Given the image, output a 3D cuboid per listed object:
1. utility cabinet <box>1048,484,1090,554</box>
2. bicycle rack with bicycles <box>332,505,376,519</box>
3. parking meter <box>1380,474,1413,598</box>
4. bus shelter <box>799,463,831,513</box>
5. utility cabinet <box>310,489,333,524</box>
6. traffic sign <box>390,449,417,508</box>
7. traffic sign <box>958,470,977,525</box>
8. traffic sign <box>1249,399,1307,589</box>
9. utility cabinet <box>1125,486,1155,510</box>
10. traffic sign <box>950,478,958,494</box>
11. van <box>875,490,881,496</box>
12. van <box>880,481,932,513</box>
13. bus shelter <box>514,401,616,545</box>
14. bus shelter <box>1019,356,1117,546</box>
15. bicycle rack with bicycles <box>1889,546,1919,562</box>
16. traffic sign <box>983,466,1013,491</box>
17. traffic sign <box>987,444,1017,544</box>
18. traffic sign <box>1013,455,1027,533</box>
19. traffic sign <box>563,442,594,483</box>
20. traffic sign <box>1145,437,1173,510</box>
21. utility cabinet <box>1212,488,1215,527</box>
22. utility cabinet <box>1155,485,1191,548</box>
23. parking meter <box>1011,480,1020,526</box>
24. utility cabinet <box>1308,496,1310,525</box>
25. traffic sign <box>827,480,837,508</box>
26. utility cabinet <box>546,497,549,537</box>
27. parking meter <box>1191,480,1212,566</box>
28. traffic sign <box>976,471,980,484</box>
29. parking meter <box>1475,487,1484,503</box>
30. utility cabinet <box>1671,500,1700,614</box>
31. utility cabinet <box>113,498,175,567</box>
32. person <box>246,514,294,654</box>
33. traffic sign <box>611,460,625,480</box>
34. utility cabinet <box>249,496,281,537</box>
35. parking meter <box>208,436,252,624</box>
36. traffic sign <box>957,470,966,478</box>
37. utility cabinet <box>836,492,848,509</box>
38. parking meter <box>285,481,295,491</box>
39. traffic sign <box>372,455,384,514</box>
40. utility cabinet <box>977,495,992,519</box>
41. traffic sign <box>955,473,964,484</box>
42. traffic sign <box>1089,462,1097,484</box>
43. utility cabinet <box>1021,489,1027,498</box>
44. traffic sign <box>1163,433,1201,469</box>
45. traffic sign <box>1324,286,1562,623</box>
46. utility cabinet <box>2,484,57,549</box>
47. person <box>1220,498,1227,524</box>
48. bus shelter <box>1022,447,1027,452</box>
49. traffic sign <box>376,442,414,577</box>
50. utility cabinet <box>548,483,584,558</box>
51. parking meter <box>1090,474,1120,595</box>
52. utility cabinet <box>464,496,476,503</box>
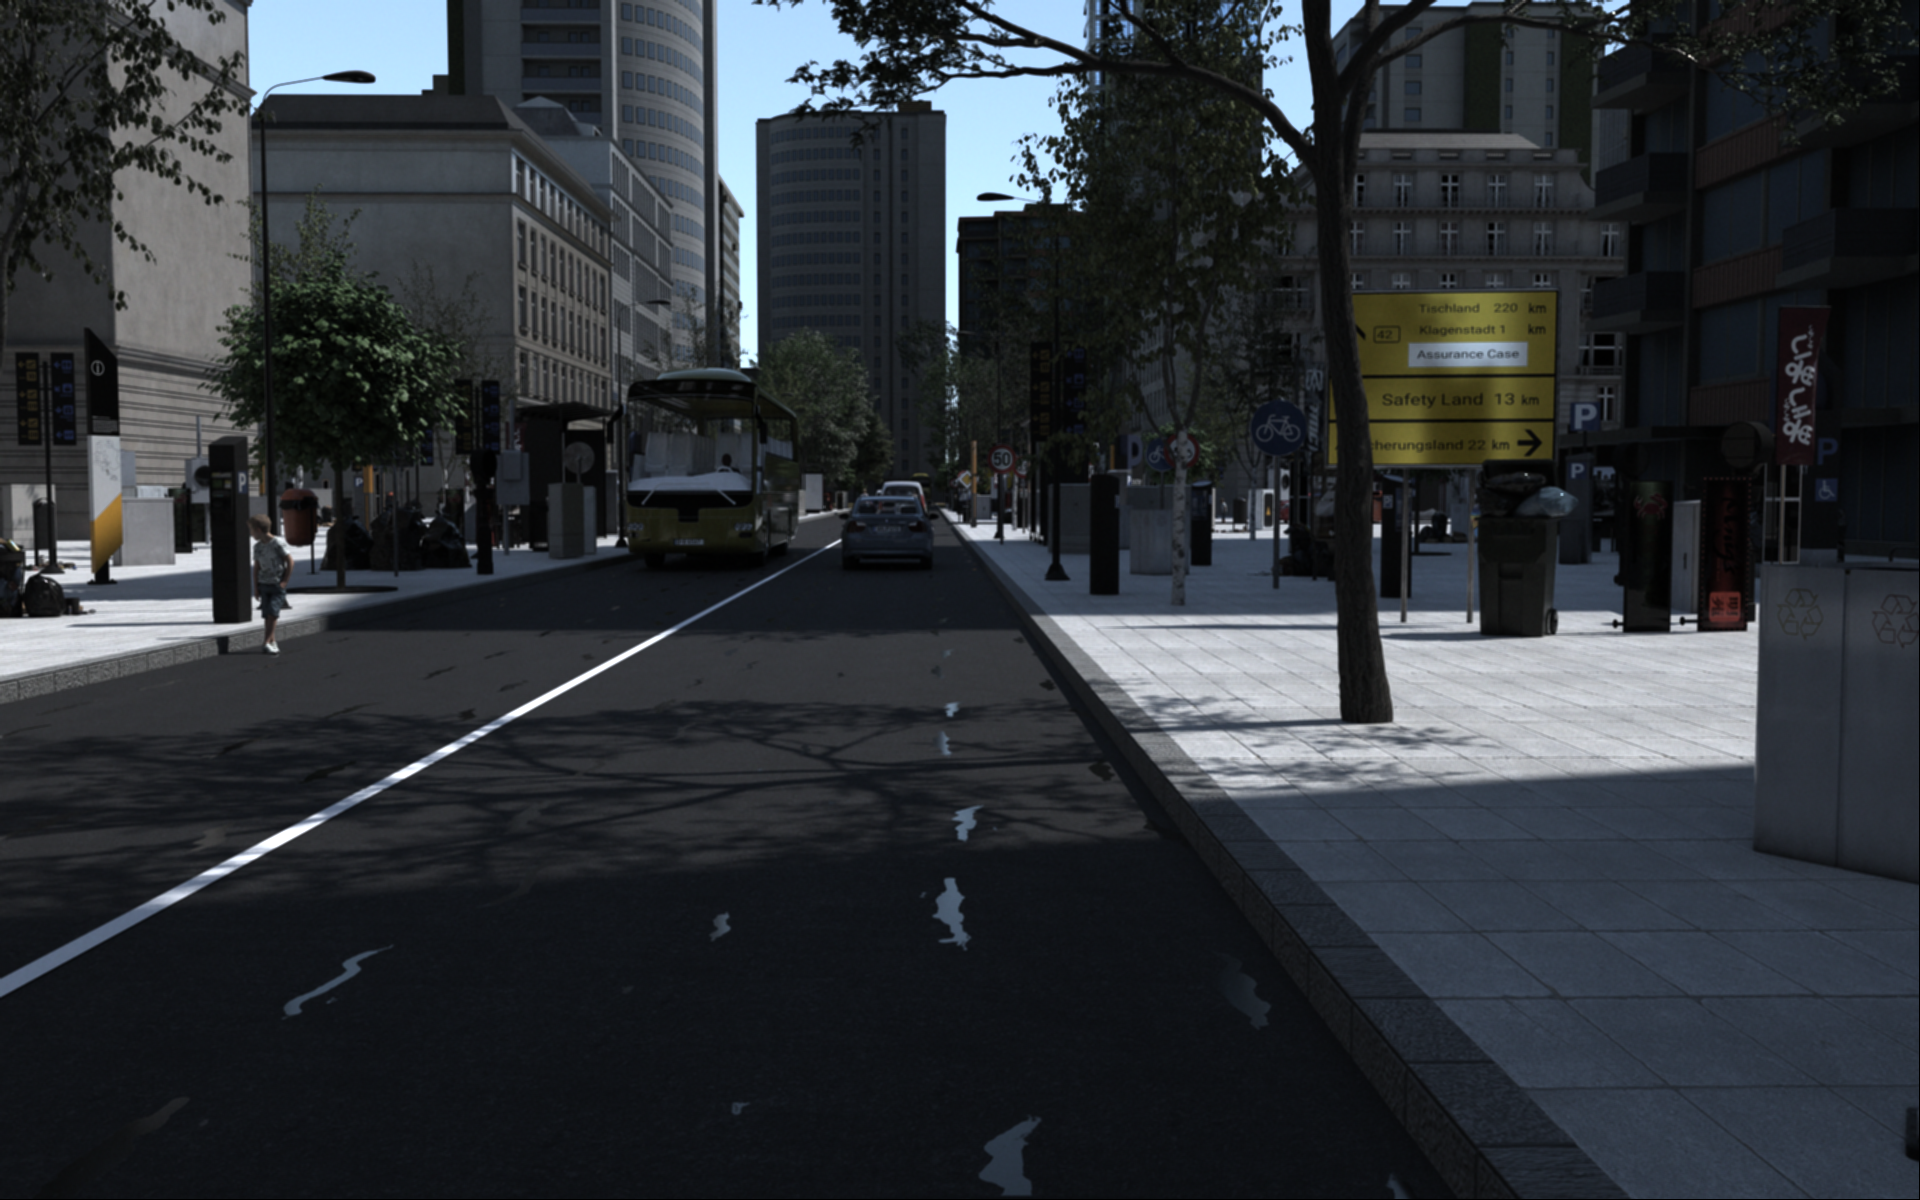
[{"bbox_3d":[2.460,-1.733,37.017,1.173,1.500,0.318,2,4,32],"label":"utility cabinet"},{"bbox_3d":[-28.056,-4.149,81.219,2.925,0.926,2.852,-1,4,-10],"label":"bicycle rack with bicycles"},{"bbox_3d":[5.418,-0.800,21.493,0.372,1.533,0.369,0,3,0],"label":"parking meter"},{"bbox_3d":[-9.883,-7.547,117.311,2.014,3.302,5.546,0,4,-1],"label":"bus shelter"},{"bbox_3d":[-26.851,-3.891,72.302,1.173,1.500,0.318,-2,4,-33],"label":"utility cabinet"},{"bbox_3d":[-12.729,-2.403,39.397,0.768,2.556,0.104,1,4,8],"label":"traffic sign"},{"bbox_3d":[0.302,-4.193,72.204,0.795,2.450,0.064,0,4,-1],"label":"traffic sign"},{"bbox_3d":[4.294,-1.428,23.450,0.768,2.556,0.104,0,4,4],"label":"traffic sign"},{"bbox_3d":[5.133,-2.369,47.411,1.173,1.500,0.318,0,4,-2],"label":"utility cabinet"},{"bbox_3d":[-0.413,-8.503,139.124,0.768,2.556,0.104,0,4,3],"label":"traffic sign"},{"bbox_3d":[-7.446,-9.844,167.968,2.013,2.044,4.112,0,4,-3],"label":"van"},{"bbox_3d":[-1.945,-3.152,58.547,2.013,2.044,4.112,0,4,-1],"label":"van"},{"bbox_3d":[-10.669,-3.409,47.025,1.731,3.624,6.357,0,4,-1],"label":"bus shelter"},{"bbox_3d":[2.765,-4.230,46.786,2.179,5.291,8.768,0,4,-1],"label":"bus shelter"},{"bbox_3d":[13.250,-0.529,22.035,2.852,0.926,2.925,-1,4,-11],"label":"bicycle rack with bicycles"},{"bbox_3d":[2.836,-8.144,127.023,2.265,3.308,0.079,0,4,5],"label":"traffic sign"},{"bbox_3d":[1.064,-2.687,44.030,0.768,2.556,0.104,0,4,-1],"label":"traffic sign"},{"bbox_3d":[2.082,-3.439,56.335,0.768,2.556,0.104,0,3,0],"label":"traffic sign"},{"bbox_3d":[-9.333,-2.587,42.399,0.768,2.556,0.104,0,4,0],"label":"traffic sign"},{"bbox_3d":[4.528,-2.366,38.792,0.768,2.556,0.104,0,4,6],"label":"traffic sign"},{"bbox_3d":[9.132,-3.513,66.119,1.173,1.500,0.318,2,4,29],"label":"utility cabinet"},{"bbox_3d":[5.274,-1.968,40.852,1.173,1.500,0.318,1,4,11],"label":"utility cabinet"},{"bbox_3d":[2.231,-3.912,69.670,0.255,1.863,0.399,-1,4,-13],"label":"parking meter"},{"bbox_3d":[14.347,-3.511,68.571,1.020,1.237,0.306,0,4,8],"label":"utility cabinet"},{"bbox_3d":[-10.251,-8.508,139.106,0.884,2.594,0.081,0,4,4],"label":"traffic sign"},{"bbox_3d":[-9.501,-1.885,41.980,1.020,1.237,0.306,1,4,15],"label":"utility cabinet"},{"bbox_3d":[4.339,-1.390,31.132,0.372,1.533,0.369,0,3,0],"label":"parking meter"},{"bbox_3d":[0.767,-5.470,89.433,0.884,2.594,0.081,0,4,2],"label":"traffic sign"},{"bbox_3d":[19.296,-3.424,64.391,0.372,1.533,0.369,0,3,0],"label":"parking meter"},{"bbox_3d":[8.069,-0.481,19.028,0.306,1.237,1.020,1,4,11],"label":"utility cabinet"},{"bbox_3d":[-14.657,-1.218,31.077,0.306,1.237,1.020,3,4,36],"label":"utility cabinet"},{"bbox_3d":[-6.209,-0.148,15.607,0.352,1.250,0.332,-3,5,-45],"label":"person"},{"bbox_3d":[-12.568,-3.929,64.349,0.768,2.556,0.104,0,4,-1],"label":"traffic sign"},{"bbox_3d":[-21.111,-2.524,52.426,1.020,1.237,0.306,-1,4,-18],"label":"utility cabinet"},{"bbox_3d":[-7.262,-0.705,17.234,0.255,1.863,0.399,0,4,1],"label":"parking meter"},{"bbox_3d":[0.238,-5.673,92.855,0.768,2.556,0.104,0,3,0],"label":"traffic sign"},{"bbox_3d":[-10.257,-8.643,149.999,0.318,1.500,1.173,3,5,43],"label":"utility cabinet"},{"bbox_3d":[-30.638,-4.500,79.279,0.399,1.863,0.255,0,4,-8],"label":"parking meter"},{"bbox_3d":[-11.294,-2.061,33.801,0.768,2.556,0.104,0,4,4],"label":"traffic sign"},{"bbox_3d":[1.089,-4.683,87.723,1.020,1.237,0.306,1,4,20],"label":"utility cabinet"},{"bbox_3d":[0.150,-4.682,80.187,0.795,2.450,0.064,0,4,-1],"label":"traffic sign"},{"bbox_3d":[5.153,-4.202,68.808,0.768,2.556,0.104,0,4,7],"label":"traffic sign"},{"bbox_3d":[3.395,-4.358,79.930,1.173,1.500,0.318,-2,4,-33],"label":"utility cabinet"},{"bbox_3d":[4.563,-2.178,35.710,0.768,2.556,0.104,0,4,1],"label":"traffic sign"},{"bbox_3d":[4.759,-1.426,17.184,2.265,3.308,0.079,0,4,6],"label":"traffic sign"},{"bbox_3d":[-21.408,-1.905,39.833,0.318,1.500,1.173,1,4,21],"label":"utility cabinet"},{"bbox_3d":[11.717,-3.908,77.078,0.352,1.250,0.332,2,4,33],"label":"person"},{"bbox_3d":[4.138,-5.957,88.676,1.731,3.624,6.357,0,4,-1],"label":"bus shelter"},{"bbox_3d":[-8.760,-1.512,26.856,0.606,2.300,0.079,0,4,2],"label":"traffic sign"},{"bbox_3d":[-7.885,-1.588,34.649,0.318,1.500,1.173,0,4,8],"label":"utility cabinet"},{"bbox_3d":[1.849,-0.840,22.140,0.372,1.533,0.369,0,3,0],"label":"parking meter"},{"bbox_3d":[-19.628,-3.581,69.711,1.020,1.237,0.306,1,4,14],"label":"utility cabinet"}]
